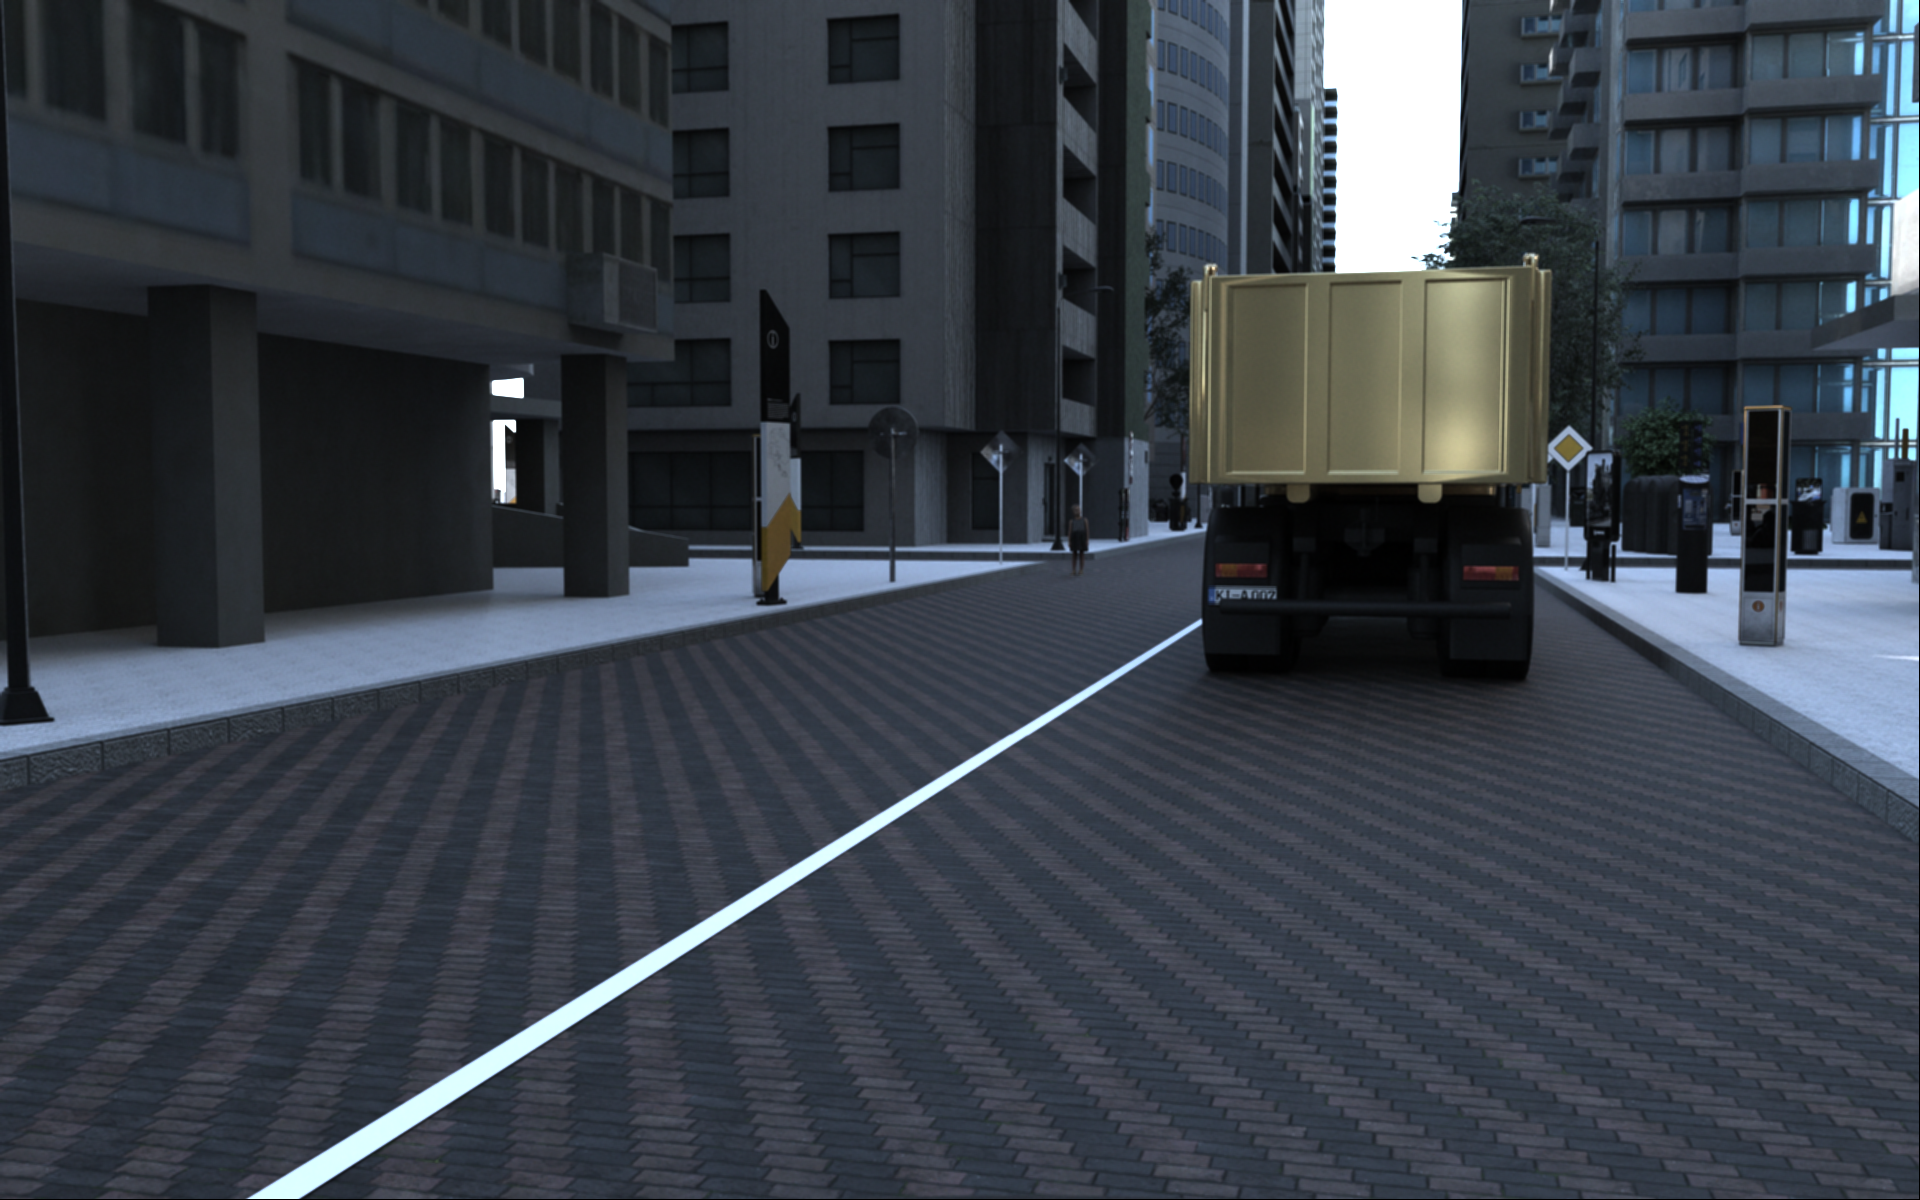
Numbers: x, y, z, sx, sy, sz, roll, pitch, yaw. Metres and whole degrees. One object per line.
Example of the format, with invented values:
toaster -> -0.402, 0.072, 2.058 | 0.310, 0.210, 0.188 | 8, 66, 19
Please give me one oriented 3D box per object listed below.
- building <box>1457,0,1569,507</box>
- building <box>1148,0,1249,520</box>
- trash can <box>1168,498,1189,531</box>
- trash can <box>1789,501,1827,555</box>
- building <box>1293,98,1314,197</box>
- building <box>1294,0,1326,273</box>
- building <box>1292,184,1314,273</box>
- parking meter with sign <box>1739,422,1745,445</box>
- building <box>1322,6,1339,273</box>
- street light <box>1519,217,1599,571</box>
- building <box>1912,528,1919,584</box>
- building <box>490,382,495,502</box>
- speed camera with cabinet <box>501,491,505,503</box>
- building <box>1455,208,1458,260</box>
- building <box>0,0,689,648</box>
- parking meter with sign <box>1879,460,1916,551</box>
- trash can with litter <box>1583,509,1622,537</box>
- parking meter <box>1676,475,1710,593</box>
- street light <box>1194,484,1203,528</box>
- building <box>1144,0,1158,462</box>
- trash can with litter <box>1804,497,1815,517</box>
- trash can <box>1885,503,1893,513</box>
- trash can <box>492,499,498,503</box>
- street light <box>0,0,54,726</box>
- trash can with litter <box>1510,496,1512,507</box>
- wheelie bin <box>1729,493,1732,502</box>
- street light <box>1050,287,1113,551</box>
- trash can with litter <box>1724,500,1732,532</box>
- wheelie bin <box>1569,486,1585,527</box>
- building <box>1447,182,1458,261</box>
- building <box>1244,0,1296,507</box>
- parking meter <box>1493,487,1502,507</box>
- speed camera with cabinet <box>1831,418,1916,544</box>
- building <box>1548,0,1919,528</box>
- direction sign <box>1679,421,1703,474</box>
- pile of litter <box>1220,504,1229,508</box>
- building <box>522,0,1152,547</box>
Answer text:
building -> 46.176, -30.418, 121.032 | 21.300, 48.544, 21.600 | 1, 4, 14
building -> 4.505, -34.005, 97.983 | 21.231, 58.520, 28.212 | 1, 4, 14
trash can -> 7.603, -2.978, 60.337 | 0.748, 1.137, 0.748 | 0, 3, 0
trash can -> 17.978, -1.535, 36.753 | 0.748, 1.137, 0.748 | 0, 3, 0
building -> 28.175, -30.101, 175.744 | 14.154, 41.232, 14.086 | 1, 4, 14
building -> 38.837, -48.147, 225.446 | 20.563, 71.187, 20.611 | 1, 4, 14
building -> 25.502, -23.886, 162.231 | 14.160, 30.474, 14.107 | 1, 4, 14
parking meter with sign -> 18.989, -2.748, 41.198 | 0.543, 3.016, 1.738 | 1, 4, 13
building -> 44.723, -57.333, 250.063 | 22.319, 86.520, 31.000 | 1, 4, 14
street light -> 10.061, -3.457, 29.057 | 1.470, 5.913, 1.316 | 1, 4, 14
building -> 19.783, -23.802, 8.776 | 23.786, 49.044, 30.456 | 1, 4, 14
building -> -24.085, -22.572, 52.651 | 14.086, 41.232, 14.154 | 1, 4, 14
speed camera with cabinet -> -26.533, -6.460, 99.961 | 2.038, 3.252, 0.660 | -1, 4, -17
building -> 56.579, -24.558, 173.219 | 14.160, 30.474, 14.107 | 1, 4, 14
building -> -16.483, -19.947, 18.018 | 23.993, 40.220, 32.217 | 1, 4, 14
parking meter with sign -> 21.523, -2.626, 39.194 | 0.543, 3.016, 1.738 | 0, 4, -6
trash can with litter -> 18.505, -2.353, 49.859 | 1.055, 1.170, 0.624 | 3, 4, 36
parking meter -> 9.521, -0.862, 22.504 | 0.372, 1.533, 0.369 | 0, 3, 0
street light -> 9.515, -5.652, 64.957 | 1.470, 5.913, 1.316 | 1, 4, 14
building -> 0.065, -25.646, 69.426 | 14.600, 45.320, 14.200 | 1, 4, 14
trash can with litter -> 32.601, -3.415, 67.228 | 1.055, 1.170, 0.624 | 2, 4, 35
trash can -> 33.463, -3.082, 62.041 | 0.748, 1.137, 0.748 | 0, 3, 0
trash can -> -14.948, -2.632, 54.687 | 0.748, 1.137, 0.748 | 0, 3, 0
street light -> -4.777, -2.257, 9.449 | 1.470, 5.913, 1.316 | 1, 4, 14
trash can with litter -> 26.840, -4.457, 83.937 | 1.678, 1.210, 2.233 | 3, 5, 43
wheelie bin -> 24.608, -2.840, 54.349 | 0.980, 1.594, 0.693 | 0, 4, -2
street light -> 2.747, -4.069, 39.061 | 1.470, 5.913, 1.316 | 1, 4, 14
trash can with litter -> 25.938, -2.831, 57.674 | 0.624, 1.170, 1.055 | 3, 5, 43
wheelie bin -> 24.331, -3.677, 68.025 | 0.980, 1.594, 0.693 | 1, 4, 19
building -> 80.476, -38.253, 245.052 | 23.786, 49.044, 30.456 | 1, 4, 14
building -> 12.553, -30.652, 124.860 | 21.300, 48.544, 21.600 | 1, 4, 14
parking meter -> 16.390, -2.902, 53.161 | 0.399, 1.863, 0.255 | -1, 4, -23
speed camera with cabinet -> 23.665, -3.083, 44.743 | 2.038, 3.252, 0.660 | 0, 4, -8
building -> 41.533, -28.518, 85.884 | 23.786, 49.044, 30.456 | 1, 4, 14
direction sign -> 22.754, -3.792, 53.991 | 0.876, 3.537, 0.379 | -1, 4, -21
pile of litter -> 12.043, -3.864, 77.135 | 1.176, 0.858, 1.719 | 1, 4, 20
building -> -2.682, -16.884, 47.754 | 14.160, 30.474, 14.107 | 1, 4, 14
